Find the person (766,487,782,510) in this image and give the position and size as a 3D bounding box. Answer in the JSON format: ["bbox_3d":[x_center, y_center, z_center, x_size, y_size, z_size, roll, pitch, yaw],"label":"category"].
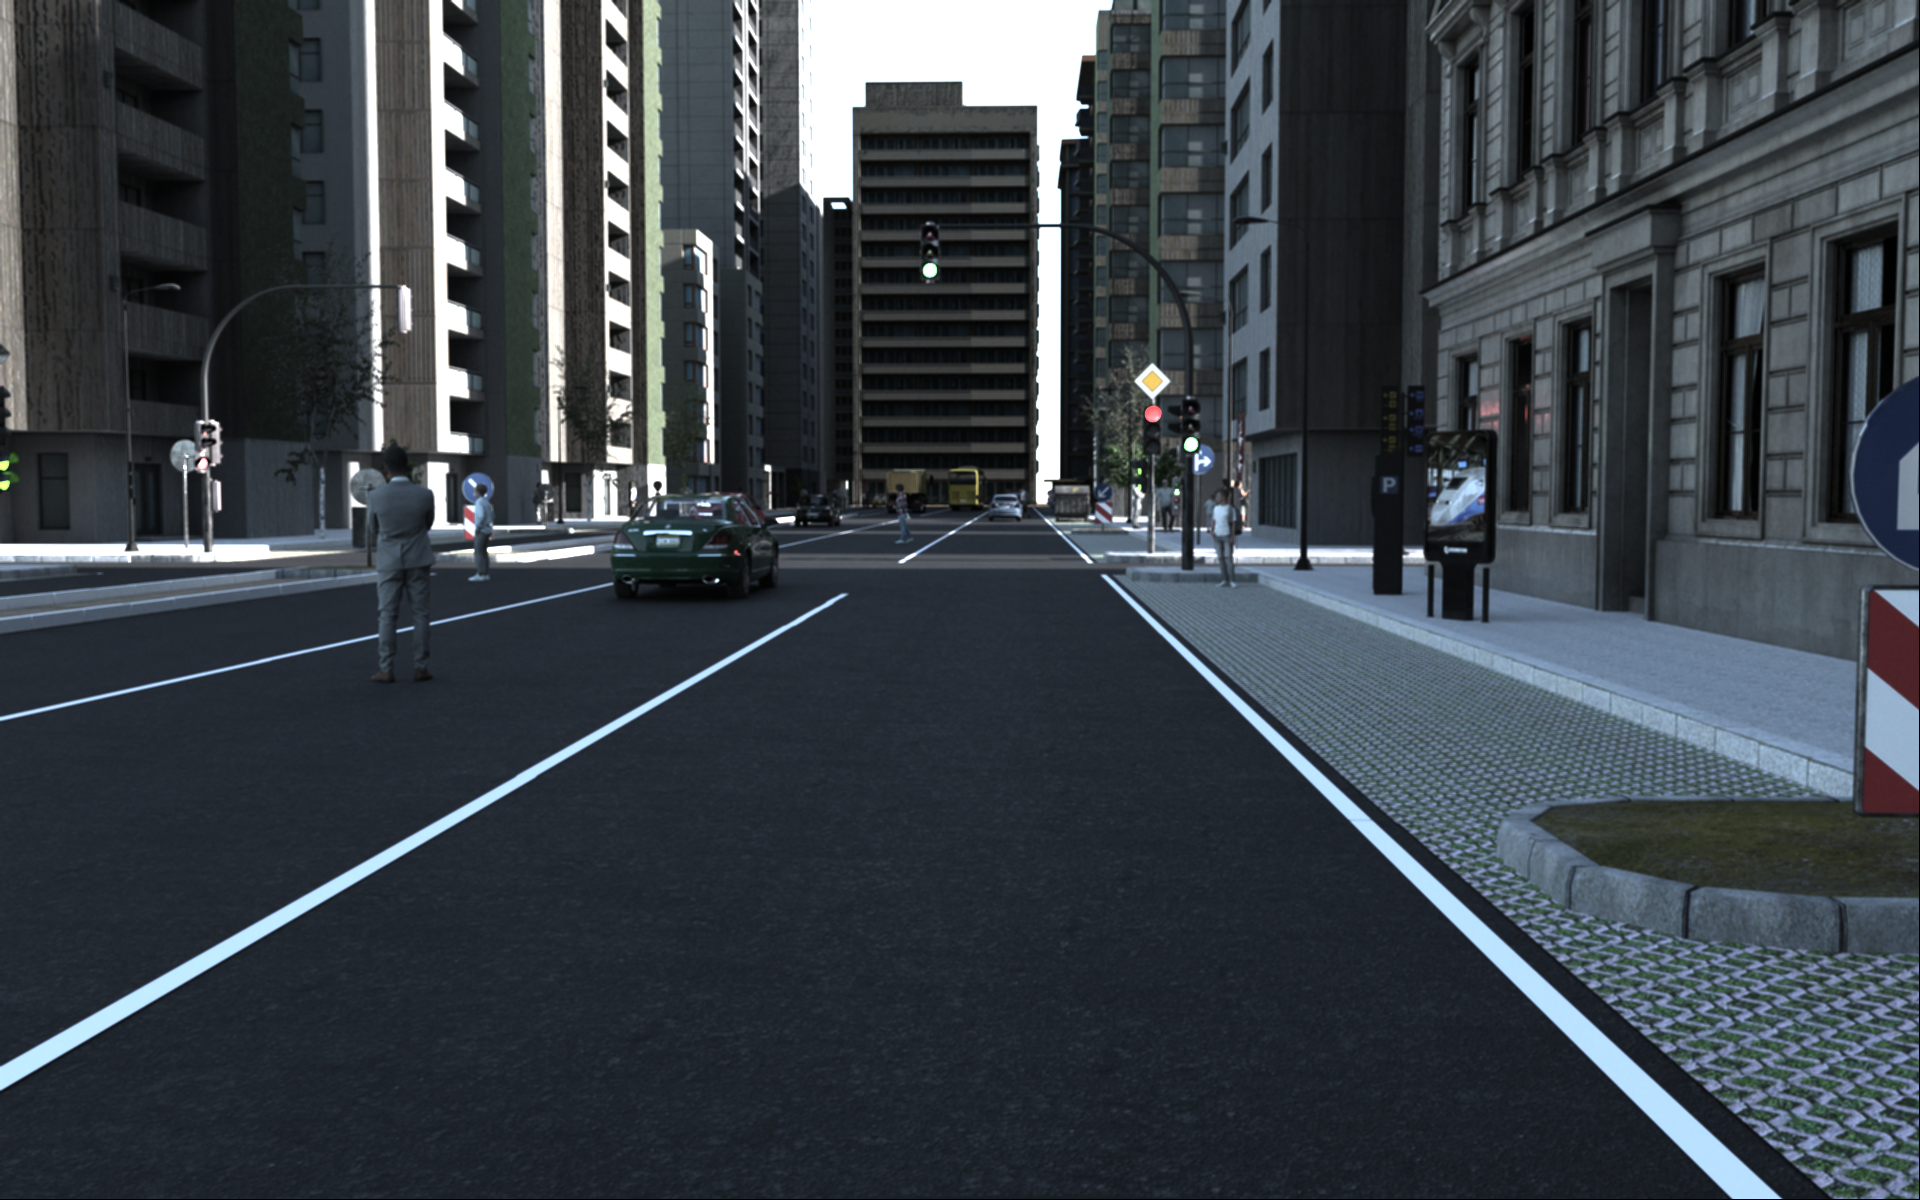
[{"bbox_3d":[-15.456,-8.406,143.419,1.348,1.831,0.705,1,4,9],"label":"person"}]

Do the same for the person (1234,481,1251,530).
[{"bbox_3d":[10.172,-3.425,62.407,0.532,1.782,0.716,-2,4,-34],"label":"person"}]

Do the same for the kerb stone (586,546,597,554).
[{"bbox_3d":[-9.021,-1.202,41.855,0.120,0.150,1.000,0,4,2],"label":"kerb stone"}]

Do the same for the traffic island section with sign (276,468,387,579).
[{"bbox_3d":[-10.471,-1.338,30.019,2.006,1.907,1.989,0,4,2],"label":"traffic island section with sign"}]

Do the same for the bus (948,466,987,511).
[{"bbox_3d":[0.641,-9.817,152.062,2.896,3.916,12.252,0,4,4],"label":"bus"}]

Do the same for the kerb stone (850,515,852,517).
[{"bbox_3d":[-6.852,-5.089,105.403,0.120,0.150,1.000,0,4,2],"label":"kerb stone"}]

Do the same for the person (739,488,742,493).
[{"bbox_3d":[-15.909,-7.221,124.809,0.721,1.736,1.217,-3,4,-36],"label":"person"}]

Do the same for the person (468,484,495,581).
[{"bbox_3d":[-7.960,-1.133,28.837,0.330,1.601,0.589,1,4,14],"label":"person"}]

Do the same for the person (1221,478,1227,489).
[{"bbox_3d":[9.148,-3.314,60.234,0.388,1.821,0.555,-1,4,-18],"label":"person"}]

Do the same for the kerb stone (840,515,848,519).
[{"bbox_3d":[-6.923,-4.963,103.347,0.120,0.150,1.000,0,4,2],"label":"kerb stone"}]

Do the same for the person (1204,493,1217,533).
[{"bbox_3d":[8.248,-2.852,56.954,0.425,1.301,0.394,1,4,9],"label":"person"}]

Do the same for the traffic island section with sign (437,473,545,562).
[{"bbox_3d":[-10.208,-1.791,37.422,2.006,1.907,1.989,0,4,2],"label":"traffic island section with sign"}]

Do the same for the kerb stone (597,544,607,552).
[{"bbox_3d":[-8.983,-1.257,42.877,0.120,0.150,1.000,0,4,2],"label":"kerb stone"}]

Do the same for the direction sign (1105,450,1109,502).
[{"bbox_3d":[7.644,-6.000,90.104,0.379,3.537,0.876,0,4,-3],"label":"direction sign"}]

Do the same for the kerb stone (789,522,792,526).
[{"bbox_3d":[-7.796,-3.397,77.747,0.120,0.150,1.000,0,4,2],"label":"kerb stone"}]

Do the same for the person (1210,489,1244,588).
[{"bbox_3d":[4.093,-0.948,26.588,0.503,1.515,0.523,1,4,13],"label":"person"}]

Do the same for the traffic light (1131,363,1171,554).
[{"bbox_3d":[4.094,-2.950,37.161,0.839,4.253,0.868,0,4,2],"label":"traffic light"}]

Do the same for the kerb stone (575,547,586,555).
[{"bbox_3d":[-9.066,-1.140,40.828,0.120,0.150,1.000,0,4,2],"label":"kerb stone"}]

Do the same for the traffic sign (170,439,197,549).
[{"bbox_3d":[-18.085,-2.466,40.426,0.768,2.556,0.104,0,4,8],"label":"traffic sign"}]

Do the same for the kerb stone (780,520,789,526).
[{"bbox_3d":[-7.835,-3.335,76.719,0.120,0.150,1.000,0,4,2],"label":"kerb stone"}]

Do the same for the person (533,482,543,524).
[{"bbox_3d":[-17.860,-4.111,73.622,0.532,1.782,0.716,1,4,19],"label":"person"}]

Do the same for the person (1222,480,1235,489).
[{"bbox_3d":[9.807,-3.517,63.515,0.580,1.828,0.573,-2,4,-34],"label":"person"}]

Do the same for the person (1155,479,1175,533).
[{"bbox_3d":[6.707,-3.099,57.192,0.782,1.767,0.515,0,4,-5],"label":"person"}]

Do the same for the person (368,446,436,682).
[{"bbox_3d":[-4.304,-0.285,13.349,0.511,1.800,0.466,-2,4,-35],"label":"person"}]

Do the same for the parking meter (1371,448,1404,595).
[{"bbox_3d":[5.448,-1.003,22.108,0.399,1.863,0.255,1,4,11],"label":"parking meter"}]

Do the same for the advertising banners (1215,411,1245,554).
[{"bbox_3d":[5.833,-2.522,37.415,0.090,3.025,2.074,0,4,-7],"label":"advertising banners"}]

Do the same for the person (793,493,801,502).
[{"bbox_3d":[-15.330,-9.761,165.774,1.348,1.807,0.705,-1,4,-22],"label":"person"}]

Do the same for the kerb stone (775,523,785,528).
[{"bbox_3d":[-7.875,-3.272,75.691,0.120,0.150,1.000,0,4,2],"label":"kerb stone"}]

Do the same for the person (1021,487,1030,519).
[{"bbox_3d":[3.818,-5.659,101.122,0.679,1.850,0.850,-2,4,-35],"label":"person"}]

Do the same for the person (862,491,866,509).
[{"bbox_3d":[-9.231,-9.680,167.701,0.436,1.711,0.756,1,4,13],"label":"person"}]

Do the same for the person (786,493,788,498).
[{"bbox_3d":[-16.852,-9.755,165.539,0.705,1.823,1.348,2,4,32],"label":"person"}]

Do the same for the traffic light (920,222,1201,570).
[{"bbox_3d":[1.728,-3.330,29.110,4.771,5.953,1.251,0,4,2],"label":"traffic light"}]

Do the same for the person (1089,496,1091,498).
[{"bbox_3d":[9.703,-7.858,135.249,1.217,1.736,0.721,-2,4,-26],"label":"person"}]

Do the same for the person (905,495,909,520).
[{"bbox_3d":[-3.205,-5.373,97.187,0.643,1.720,0.563,3,4,38],"label":"person"}]

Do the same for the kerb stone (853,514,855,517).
[{"bbox_3d":[-6.790,-5.214,107.447,0.120,0.150,1.000,0,4,2],"label":"kerb stone"}]

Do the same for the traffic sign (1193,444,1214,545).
[{"bbox_3d":[6.046,-2.675,43.843,0.768,2.556,0.104,0,4,7],"label":"traffic sign"}]

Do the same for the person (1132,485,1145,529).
[{"bbox_3d":[6.633,-3.545,64.177,0.466,1.800,0.511,1,4,17],"label":"person"}]

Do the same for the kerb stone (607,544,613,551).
[{"bbox_3d":[-8.957,-1.327,43.899,0.120,0.150,1.000,0,4,2],"label":"kerb stone"}]

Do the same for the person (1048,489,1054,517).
[{"bbox_3d":[5.670,-5.917,105.830,0.643,1.750,0.593,0,4,-3],"label":"person"}]

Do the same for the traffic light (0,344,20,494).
[{"bbox_3d":[-16.728,-2.504,29.864,0.839,4.253,0.868,0,4,2],"label":"traffic light"}]

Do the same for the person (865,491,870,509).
[{"bbox_3d":[-9.146,-9.819,169.756,0.721,1.743,1.217,2,4,32],"label":"person"}]

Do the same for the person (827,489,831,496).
[{"bbox_3d":[-13.774,-10.672,180.524,0.705,1.824,1.348,-2,4,-32],"label":"person"}]

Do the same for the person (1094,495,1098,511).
[{"bbox_3d":[9.830,-7.263,124.923,0.705,1.807,1.348,-1,4,-17],"label":"person"}]

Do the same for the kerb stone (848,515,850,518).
[{"bbox_3d":[-6.884,-5.026,104.368,0.120,0.150,1.000,0,4,2],"label":"kerb stone"}]

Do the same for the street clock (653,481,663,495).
[{"bbox_3d":[-16.336,-5.449,93.658,0.471,2.002,0.358,1,4,10],"label":"street clock"}]

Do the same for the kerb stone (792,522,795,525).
[{"bbox_3d":[-7.754,-3.458,78.768,0.120,0.150,1.000,0,4,2],"label":"kerb stone"}]

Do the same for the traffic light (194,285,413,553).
[{"bbox_3d":[-14.362,-3.862,37.808,4.771,5.953,1.251,0,4,2],"label":"traffic light"}]

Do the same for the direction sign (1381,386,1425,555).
[{"bbox_3d":[9.259,-2.709,36.284,0.876,3.537,0.379,1,4,11],"label":"direction sign"}]

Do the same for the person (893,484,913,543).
[{"bbox_3d":[-1.660,-2.525,50.617,0.643,1.720,0.563,-1,4,-9],"label":"person"}]
